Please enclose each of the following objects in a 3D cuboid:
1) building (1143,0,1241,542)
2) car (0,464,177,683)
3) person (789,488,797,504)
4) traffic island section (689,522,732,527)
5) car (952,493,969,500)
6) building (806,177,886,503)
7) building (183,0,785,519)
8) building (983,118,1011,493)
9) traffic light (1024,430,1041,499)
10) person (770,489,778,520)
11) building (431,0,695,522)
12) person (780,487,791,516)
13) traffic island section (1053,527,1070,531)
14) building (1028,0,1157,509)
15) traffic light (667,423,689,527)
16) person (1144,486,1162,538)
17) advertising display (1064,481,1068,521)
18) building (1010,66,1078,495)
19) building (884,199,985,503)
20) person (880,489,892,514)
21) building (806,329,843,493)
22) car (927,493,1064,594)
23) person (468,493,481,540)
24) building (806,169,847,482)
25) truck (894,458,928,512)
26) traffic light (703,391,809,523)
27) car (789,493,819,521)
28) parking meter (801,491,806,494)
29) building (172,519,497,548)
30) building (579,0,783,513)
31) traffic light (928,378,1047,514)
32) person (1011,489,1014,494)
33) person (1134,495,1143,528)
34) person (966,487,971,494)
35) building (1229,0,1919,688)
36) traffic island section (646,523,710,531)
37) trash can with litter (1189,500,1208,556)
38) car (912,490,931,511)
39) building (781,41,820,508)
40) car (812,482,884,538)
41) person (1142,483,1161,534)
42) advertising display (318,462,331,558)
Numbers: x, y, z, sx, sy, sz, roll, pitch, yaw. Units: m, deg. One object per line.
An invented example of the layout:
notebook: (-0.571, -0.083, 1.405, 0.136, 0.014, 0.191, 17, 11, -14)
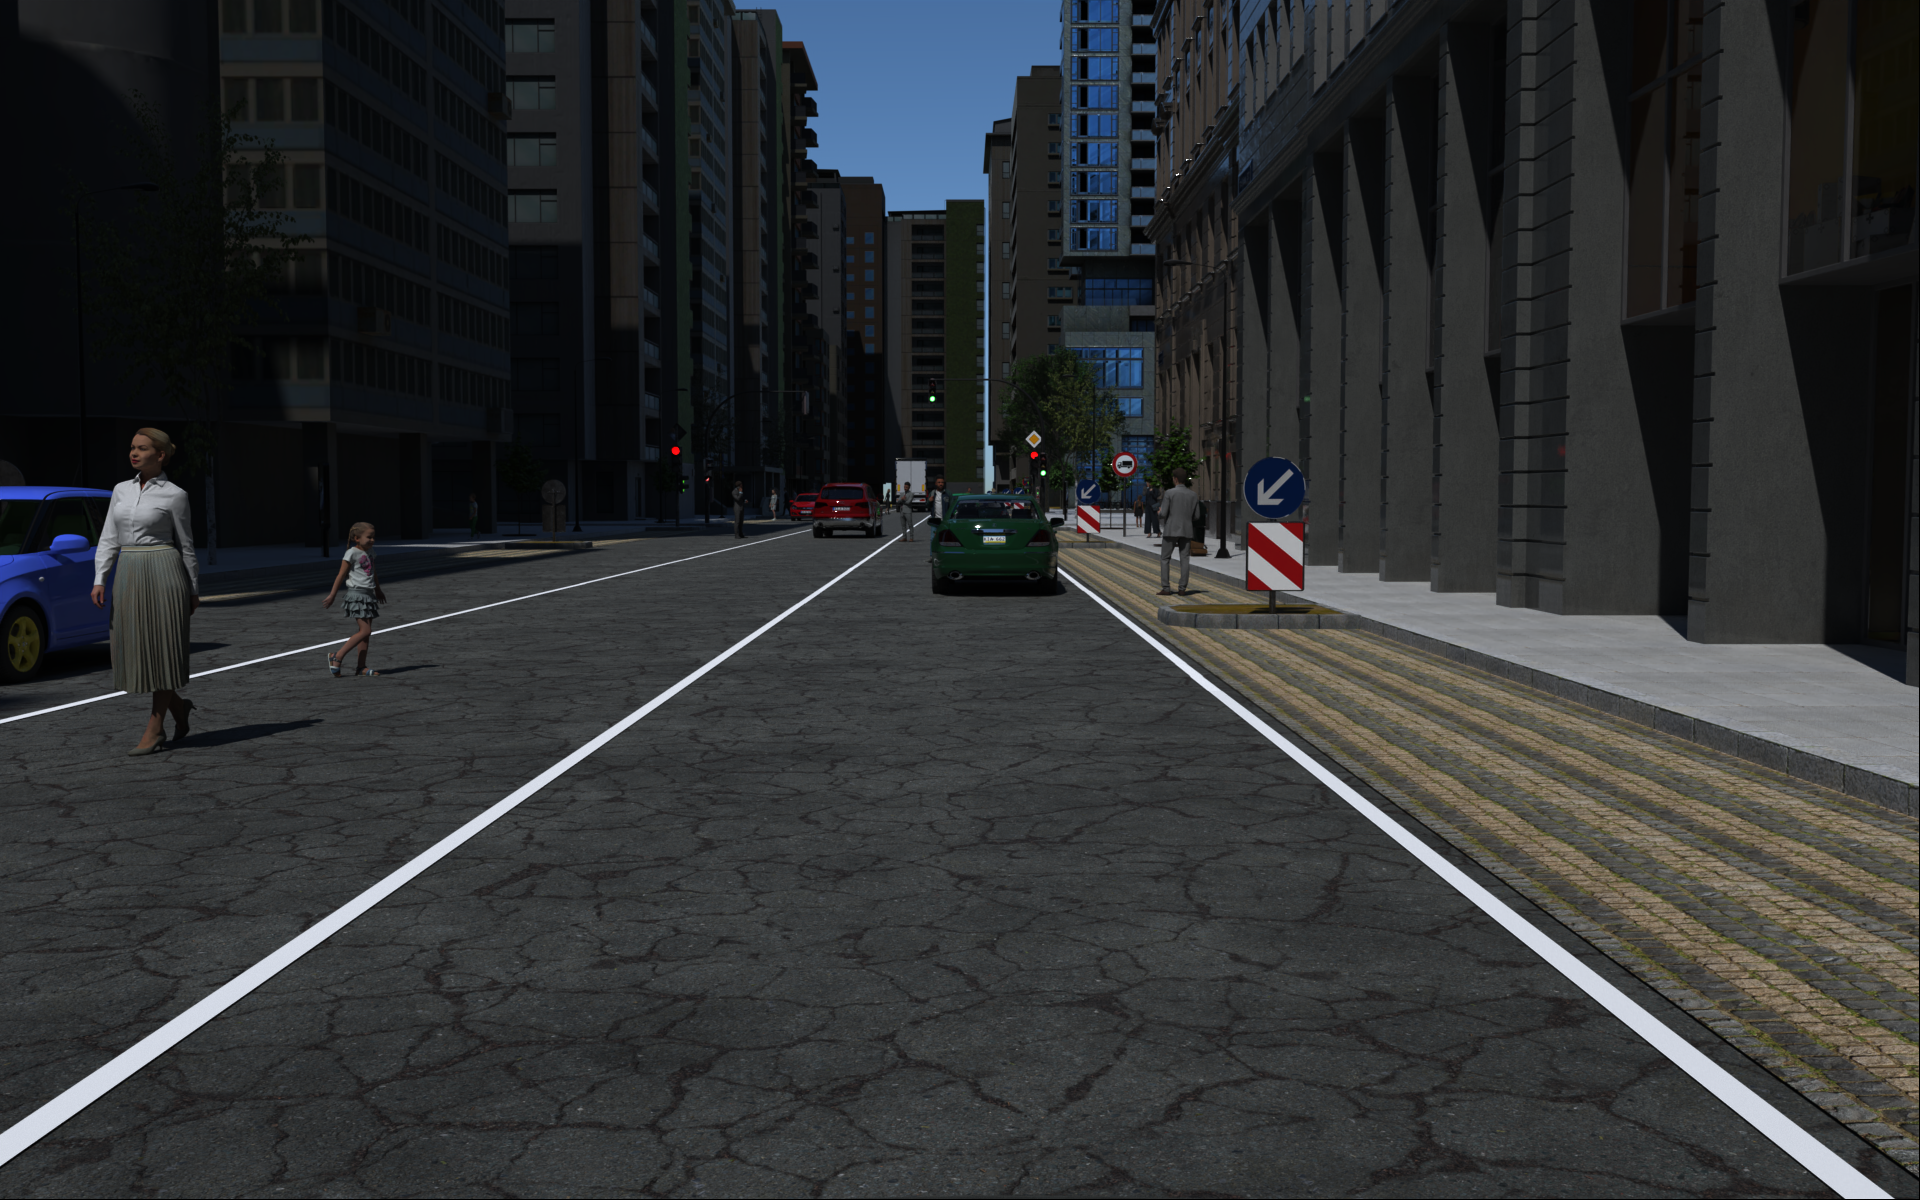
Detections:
building: (12.914, -15.629, 52.792, 12.463, 27.353, 25.104, 0, 3, 0)
car: (-7.908, -0.285, 14.249, 1.945, 1.707, 3.694, 0, 4, 1)
person: (-10.840, -6.346, 112.452, 0.583, 1.804, 0.606, 0, 4, 2)
traffic island section: (-11.163, -3.308, 76.371, 2.009, 0.180, 2.903, 0, 3, 0)
car: (0.191, -5.092, 92.050, 1.959, 1.807, 4.718, 0, 4, 1)
building: (-17.707, -36.263, 243.009, 14.200, 45.320, 14.600, 0, 3, 0)
building: (-28.188, -25.675, 111.661, 32.217, 40.220, 23.993, 0, 3, 0)
building: (17.231, -40.355, 249.040, 27.495, 52.752, 28.713, 0, 3, 0)
traffic light: (3.238, -5.341, 76.240, 0.839, 4.253, 0.868, 0, 3, 0)
person: (-10.114, -5.179, 94.185, 0.522, 1.701, 0.512, -3, 5, -43)
building: (-21.229, -24.529, 84.636, 14.154, 41.232, 14.086, 0, 3, 0)
person: (-10.998, -6.174, 109.218, 0.755, 1.850, 0.659, 0, 4, 6)
traffic island section: (3.272, -2.819, 68.369, 2.009, 0.180, 2.903, 0, 3, 0)
building: (18.418, -52.181, 165.824, 22.319, 86.520, 31.000, 0, 3, 0)
traffic light: (-11.129, -4.852, 68.251, 0.839, 4.253, 0.868, 0, 3, 0)
person: (5.633, -2.711, 50.796, 0.576, 1.772, 0.534, 2, 4, 35)
advertising display: (5.111, -4.790, 83.531, 0.123, 1.923, 0.974, 1, 4, 10)
building: (16.645, -34.834, 193.236, 21.300, 48.544, 21.600, 0, 3, 0)
building: (-3.565, -34.180, 242.439, 14.086, 41.232, 14.154, 0, 3, 0)
person: (-5.306, -6.900, 121.534, 0.699, 1.804, 1.509, 3, 5, 45)
building: (-28.079, -21.433, 195.461, 27.650, 21.520, 28.899, 0, 3, 0)
car: (0.539, -0.887, 26.300, 2.131, 1.459, 4.920, 0, 4, 2)
person: (-13.710, -2.359, 48.858, 0.306, 1.304, 0.590, 1, 4, 22)
building: (-21.484, -32.767, 219.338, 14.086, 41.232, 14.154, 0, 3, 0)
truck: (-3.932, -9.195, 139.253, 2.839, 4.237, 11.283, 0, 4, -2)
traffic light: (-9.031, -6.214, 76.269, 4.771, 5.953, 1.251, 0, 3, 0)
car: (-8.087, -5.166, 93.511, 2.155, 1.783, 4.494, 0, 4, 1)
parking meter: (-12.719, -8.099, 140.827, 0.372, 1.533, 0.369, 0, 3, 0)
building: (-26.360, -21.887, 49.741, 23.993, 40.220, 32.217, 0, 3, 0)
building: (-22.156, -28.030, 141.883, 14.154, 41.232, 14.086, 0, 3, 0)
traffic light: (1.140, -5.715, 68.115, 4.771, 5.953, 1.251, 0, 3, 0)
person: (5.404, -10.506, 177.786, 1.348, 1.831, 0.705, 3, 5, 43)
person: (6.857, -3.409, 66.451, 0.362, 1.253, 0.373, 1, 4, 14)
person: (0.469, -5.888, 104.684, 0.836, 1.842, 0.656, 0, 4, 3)
building: (11.748, -15.112, 24.577, 11.434, 29.767, 29.804, 0, 3, 0)
traffic island section: (-11.169, -2.820, 68.386, 2.009, 0.180, 2.903, 0, 3, 0)
trash can with litter: (4.951, -1.505, 35.992, 0.624, 1.170, 1.055, 0, 4, -5)
car: (-3.401, -8.531, 148.158, 2.281, 1.827, 5.304, 0, 4, 2)
building: (-25.153, -31.272, 165.920, 22.147, 44.769, 28.867, 0, 3, 0)
car: (-3.731, -3.017, 57.995, 2.281, 1.827, 5.304, 0, 4, 2)
person: (6.192, -3.053, 55.764, 0.655, 1.846, 0.447, 0, 4, 1)
advertising display: (-12.975, -1.843, 35.353, 0.123, 1.923, 0.974, -2, 4, -26)
